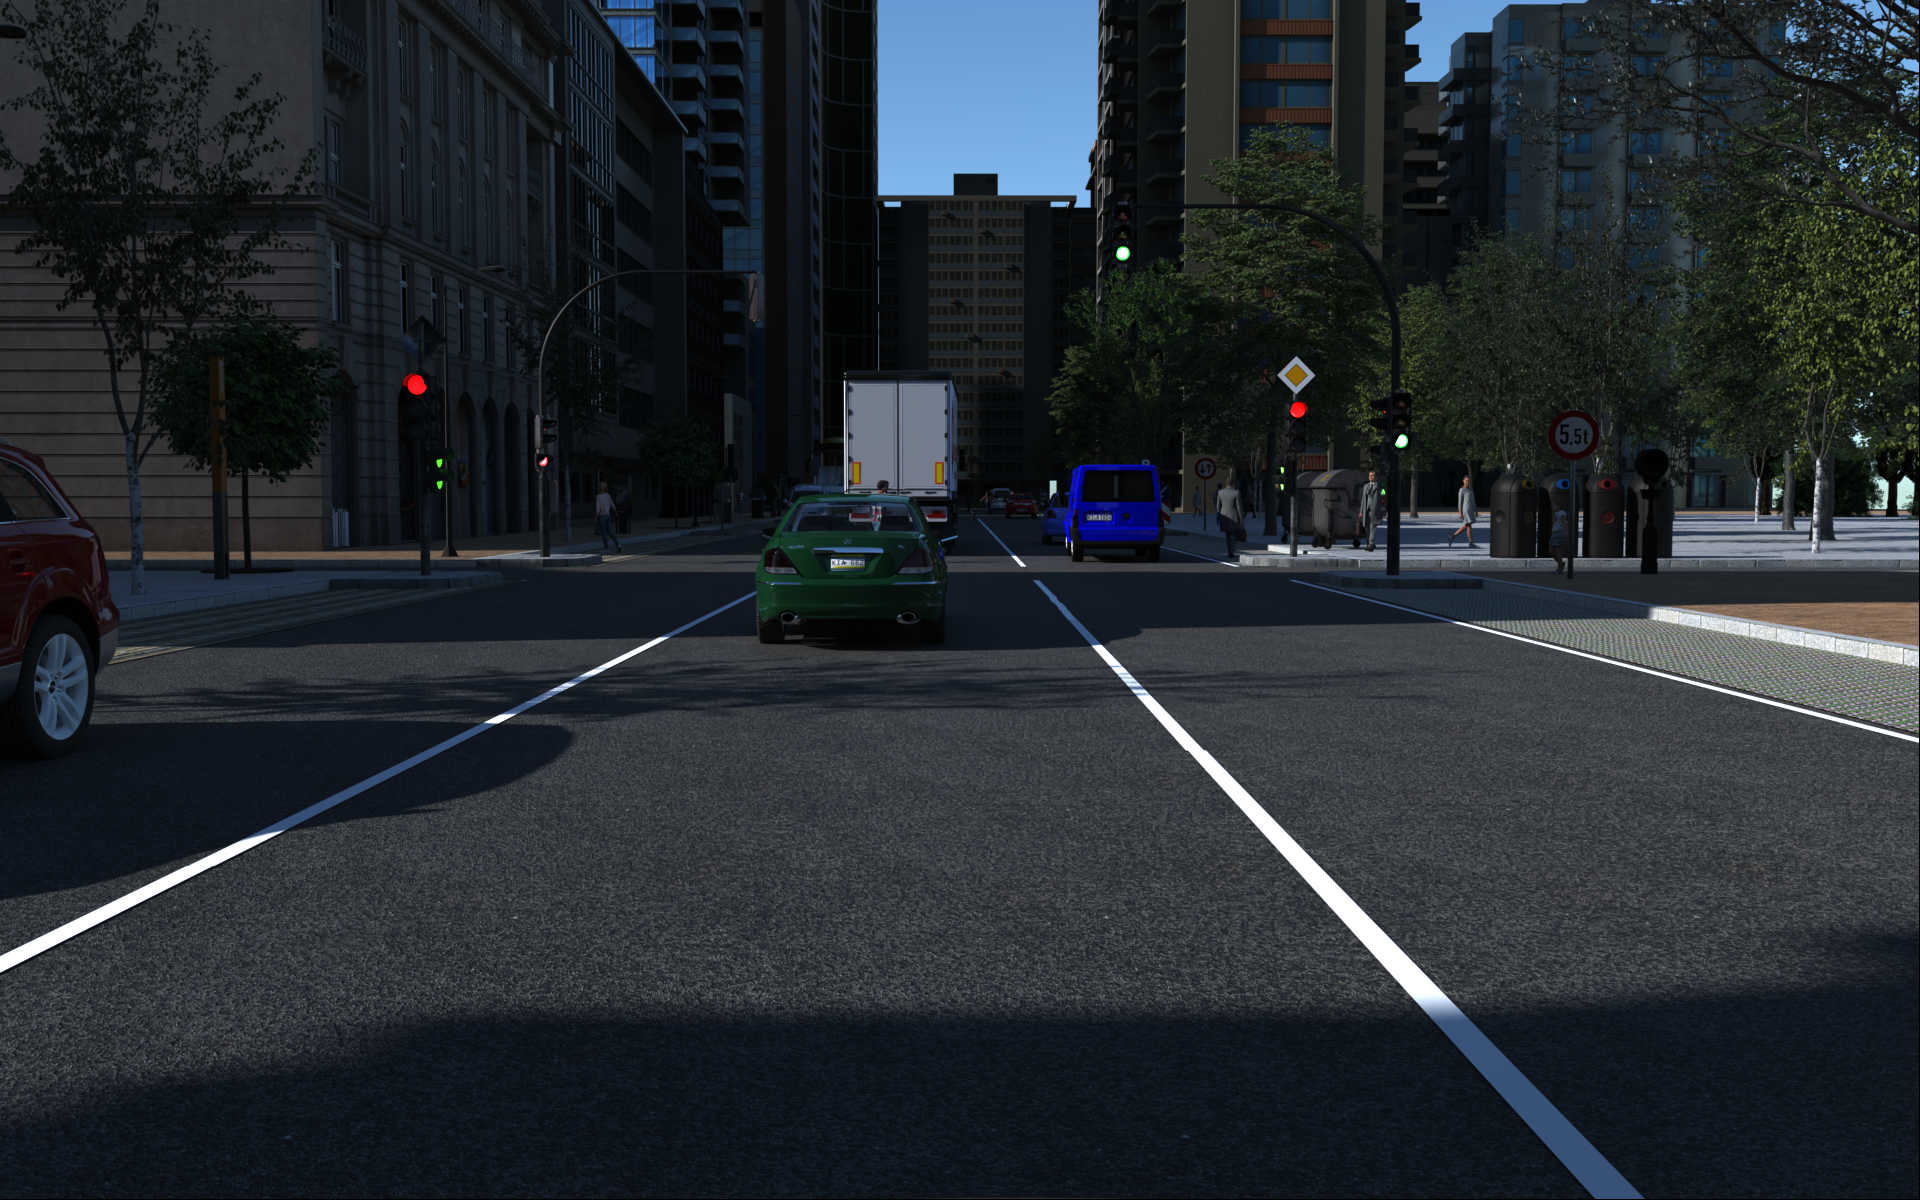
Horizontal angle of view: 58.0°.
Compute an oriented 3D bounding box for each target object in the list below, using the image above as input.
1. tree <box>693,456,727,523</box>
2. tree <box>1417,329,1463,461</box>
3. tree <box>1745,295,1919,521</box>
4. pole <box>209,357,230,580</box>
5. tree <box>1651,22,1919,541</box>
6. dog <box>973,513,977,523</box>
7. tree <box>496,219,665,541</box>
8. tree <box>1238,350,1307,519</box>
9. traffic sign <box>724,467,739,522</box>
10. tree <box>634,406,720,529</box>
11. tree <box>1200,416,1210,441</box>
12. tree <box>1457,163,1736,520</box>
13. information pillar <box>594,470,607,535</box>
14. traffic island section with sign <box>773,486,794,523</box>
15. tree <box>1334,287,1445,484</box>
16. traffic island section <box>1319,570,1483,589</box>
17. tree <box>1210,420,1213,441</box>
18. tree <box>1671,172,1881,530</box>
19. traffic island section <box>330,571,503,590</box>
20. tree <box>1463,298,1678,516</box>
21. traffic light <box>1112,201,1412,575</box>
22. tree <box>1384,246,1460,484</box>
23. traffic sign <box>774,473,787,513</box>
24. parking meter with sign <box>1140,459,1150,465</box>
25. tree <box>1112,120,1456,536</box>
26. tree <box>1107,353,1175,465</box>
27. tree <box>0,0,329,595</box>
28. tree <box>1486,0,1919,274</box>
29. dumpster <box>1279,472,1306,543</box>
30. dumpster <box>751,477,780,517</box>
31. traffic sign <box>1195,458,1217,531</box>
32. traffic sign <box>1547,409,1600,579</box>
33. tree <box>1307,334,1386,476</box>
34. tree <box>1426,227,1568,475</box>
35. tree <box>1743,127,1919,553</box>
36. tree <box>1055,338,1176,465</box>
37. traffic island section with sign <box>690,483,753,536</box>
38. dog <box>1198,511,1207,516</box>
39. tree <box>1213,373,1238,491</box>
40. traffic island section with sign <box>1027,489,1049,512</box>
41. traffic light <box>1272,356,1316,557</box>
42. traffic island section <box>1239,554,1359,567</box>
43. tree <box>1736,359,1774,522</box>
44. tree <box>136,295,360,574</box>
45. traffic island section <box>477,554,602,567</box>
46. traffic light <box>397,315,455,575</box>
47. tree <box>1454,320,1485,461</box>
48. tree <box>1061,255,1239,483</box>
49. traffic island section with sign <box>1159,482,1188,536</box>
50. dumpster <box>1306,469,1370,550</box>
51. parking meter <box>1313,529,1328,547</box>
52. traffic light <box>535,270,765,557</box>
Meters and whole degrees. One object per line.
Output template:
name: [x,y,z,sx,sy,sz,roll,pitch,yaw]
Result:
tree: [-11.165,-5.011,76.524,1.663,3.219,1.824,0,3,0]
tree: [30.528,-10.846,103.089,9.928,11.665,9.643,0,3,0]
tree: [53.914,-12.206,101.394,18.604,14.587,13.155,-1,4,-21]
pole: [-11.109,-1.965,25.977,0.158,3.312,0.155,0,3,0]
tree: [23.895,-8.634,47.828,9.857,13.997,8.962,0,3,0]
dog: [0.745,-4.082,86.030,0.406,0.507,0.540,-3,4,-37]
tree: [-10.484,-5.913,47.045,4.360,8.622,3.978,0,3,0]
tree: [16.273,-8.144,83.518,4.360,8.622,3.978,0,3,0]
traffic sign: [-10.530,-4.858,79.535,0.768,2.556,0.104,1,4,10]
tree: [-10.602,-4.972,65.009,4.285,4.588,4.351,0,3,0]
tree: [16.903,-9.499,105.663,4.360,8.622,3.978,0,3,0]
tree: [13.830,-5.355,37.914,4.360,8.622,3.978,0,3,0]
information pillar: [-11.194,-3.025,53.955,0.304,2.012,0.304,-3,4,-38]
traffic island section with sign: [-8.314,-4.791,86.955,1.989,1.847,2.006,0,4,0]
tree: [15.519,-6.835,62.111,4.737,8.622,4.395,0,3,0]
traffic island section: [6.868,-0.316,27.441,2.009,0.180,2.903,0,4,0]
tree: [16.698,-8.936,96.459,4.360,8.622,3.978,0,3,0]
tree: [29.110,-8.757,61.308,7.486,12.596,7.792,0,3,0]
traffic island section: [-8.473,-0.313,27.403,2.009,0.180,2.903,0,4,0]
tree: [34.465,-10.241,93.198,9.928,11.665,9.643,0,3,0]
traffic light: [4.737,-3.212,27.180,4.771,5.953,1.251,0,4,0]
tree: [14.162,-5.789,45.015,4.360,8.622,3.978,0,3,0]
traffic sign: [-10.922,-6.432,105.272,0.768,2.556,0.104,0,4,7]
parking meter with sign: [9.174,-5.547,86.949,0.543,3.016,1.738,0,4,-3]
tree: [10.003,-8.253,53.056,7.486,12.596,7.792,0,3,0]
tree: [9.654,-8.608,91.101,4.737,8.622,4.395,0,3,0]
tree: [-10.323,-4.361,21.659,4.360,8.622,3.978,0,3,0]
tree: [10.065,-6.455,15.910,12.009,13.543,11.850,0,3,0]
dumpster: [8.959,-2.361,44.364,1.264,1.857,1.865,0,3,0]
dumpster: [-10.762,-5.692,95.555,1.502,2.255,1.985,0,3,0]
traffic sign: [8.570,-3.694,60.497,0.768,2.556,0.104,0,4,3]
traffic sign: [9.244,-1.594,26.161,0.768,2.556,0.104,0,4,7]
tree: [18.559,-7.777,77.509,4.360,8.622,3.978,0,3,0]
tree: [26.811,-10.753,82.467,9.857,13.997,8.962,0,3,0]
tree: [18.788,-5.319,37.331,4.737,8.622,4.395,0,3,0]
tree: [9.054,-10.224,101.567,7.601,10.594,8.767,0,4,-1]
traffic island section with sign: [-8.233,-3.142,60.000,1.989,1.847,2.006,0,4,0]
dog: [14.346,-5.173,102.319,0.748,0.427,0.550,-1,4,-8]
tree: [15.709,-8.477,88.969,4.360,8.622,3.978,0,3,0]
traffic island section with sign: [6.580,-7.863,137.180,1.989,1.847,2.006,0,4,0]
traffic light: [6.806,-2.837,35.312,0.839,4.253,0.868,0,4,0]
traffic island section: [6.846,-0.804,35.426,2.009,0.180,2.903,0,4,0]
tree: [36.251,-7.845,78.628,4.360,8.622,3.978,0,3,0]
tree: [-11.678,-2.739,28.494,4.285,4.588,4.351,0,3,0]
traffic island section: [-8.495,-0.802,35.388,2.009,0.180,2.903,0,4,0]
traffic light: [-8.433,-2.345,27.269,0.839,4.253,0.868,0,4,0]
tree: [24.653,-10.722,93.425,7.486,12.596,7.792,0,3,0]
tree: [8.652,-9.252,77.034,9.928,11.665,9.643,0,3,0]
traffic island section with sign: [6.776,-3.144,60.025,1.989,1.847,2.006,0,4,0]
dumpster: [9.003,-2.134,40.653,1.264,1.857,1.865,0,4,0]
parking meter: [8.795,-2.066,42.184,0.372,1.533,0.369,0,3,0]
traffic light: [-6.364,-3.708,35.295,4.771,5.953,1.251,0,4,0]
